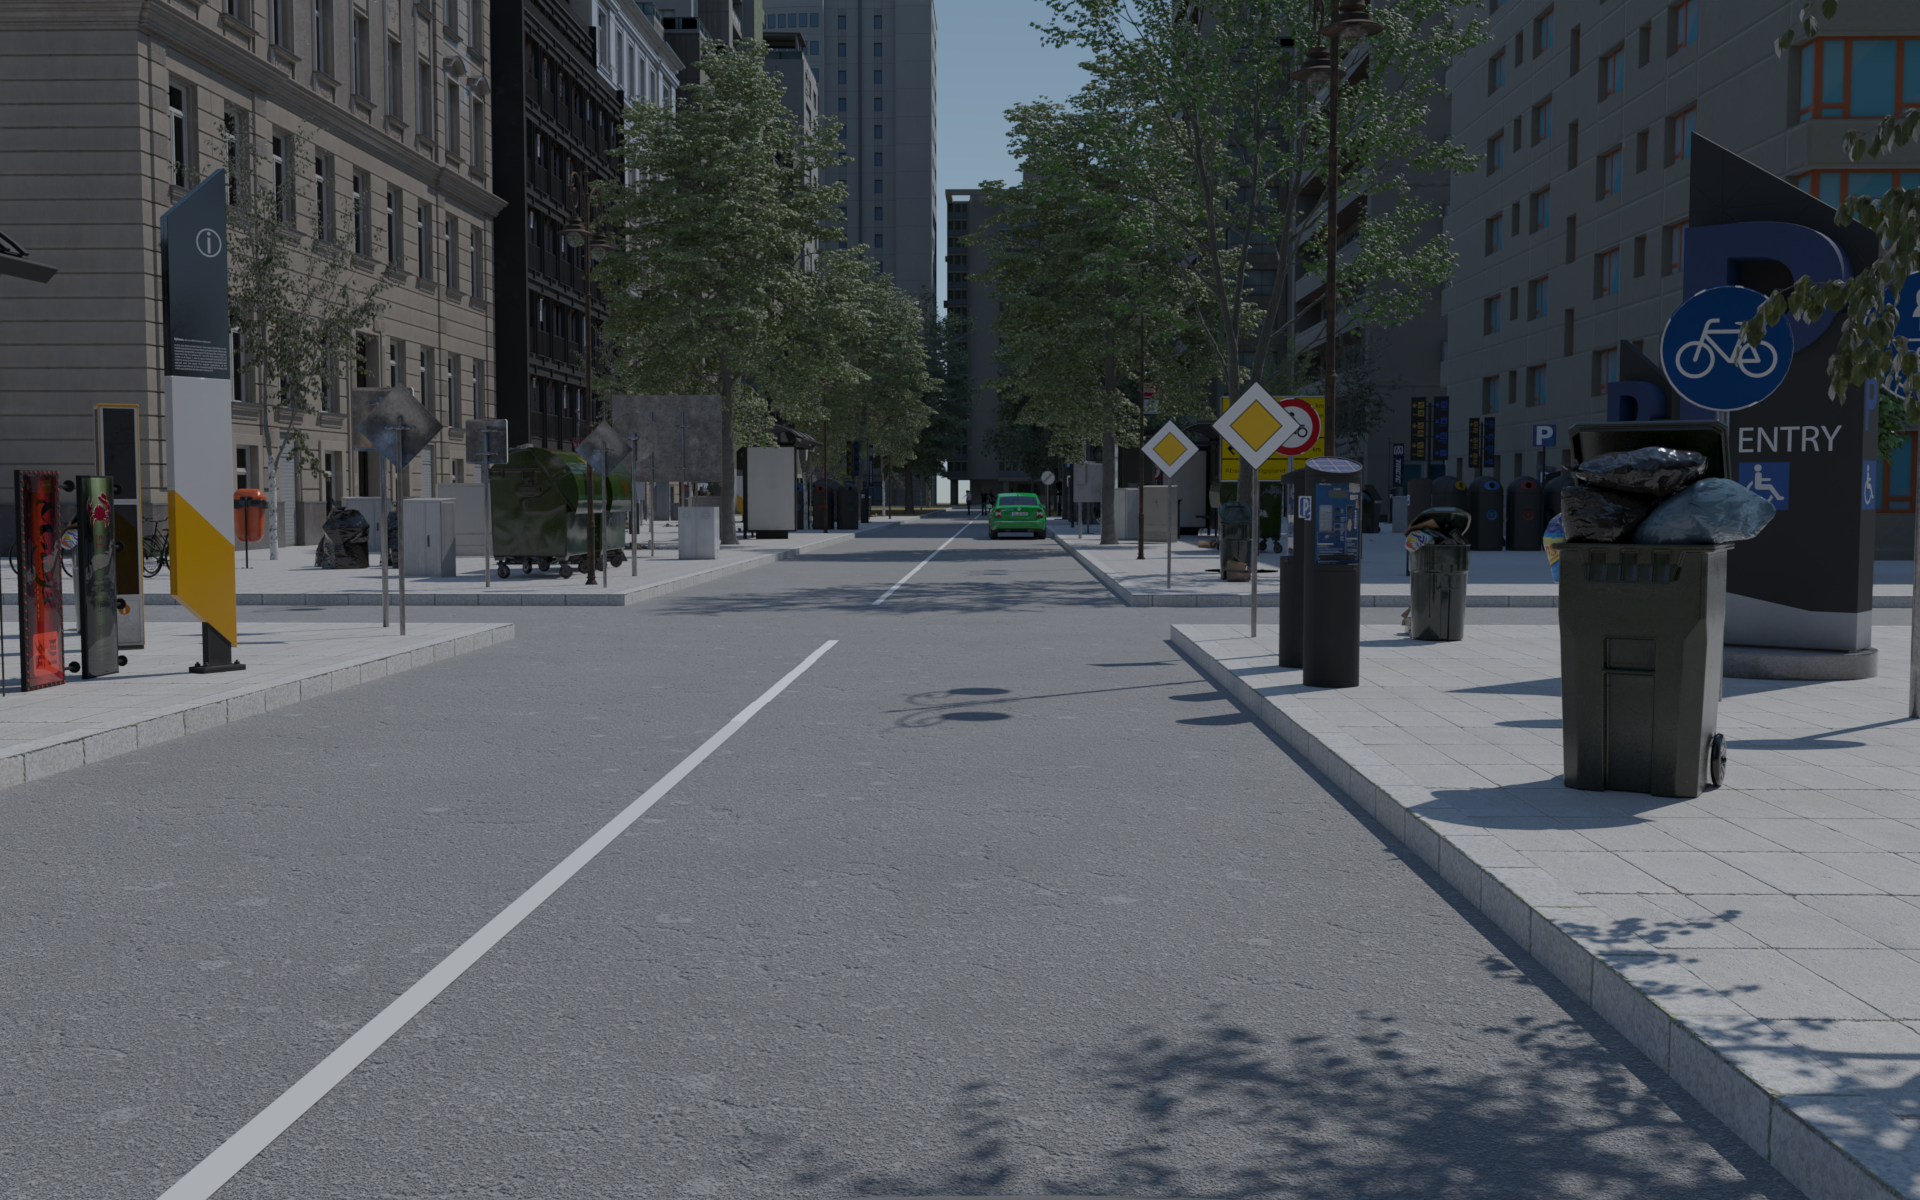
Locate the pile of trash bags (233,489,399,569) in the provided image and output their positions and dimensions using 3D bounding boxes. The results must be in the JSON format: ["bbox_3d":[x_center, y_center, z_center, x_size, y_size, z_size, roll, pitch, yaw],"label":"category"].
[{"bbox_3d":[-10.936,-1.255,30.268,3.447,1.369,1.912,-1,4,-11],"label":"pile of trash bags"}]

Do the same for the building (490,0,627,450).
[{"bbox_3d":[-20.785,-14.520,67.086,12.332,23.373,15.834,0,4,1],"label":"building"}]

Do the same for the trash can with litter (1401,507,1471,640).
[{"bbox_3d":[4.162,-0.250,15.468,0.624,1.170,1.055,0,4,0],"label":"trash can with litter"}]

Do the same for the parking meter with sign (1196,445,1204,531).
[{"bbox_3d":[8.377,-3.979,61.317,0.543,3.016,1.738,0,4,3],"label":"parking meter with sign"}]

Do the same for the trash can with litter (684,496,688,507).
[{"bbox_3d":[-11.175,-3.499,68.261,1.678,1.210,2.233,2,4,28],"label":"trash can with litter"}]

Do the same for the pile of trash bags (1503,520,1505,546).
[{"bbox_3d":[12.645,-2.025,42.856,1.912,1.369,3.447,2,4,30],"label":"pile of trash bags"}]

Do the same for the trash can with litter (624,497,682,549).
[{"bbox_3d":[-7.628,-1.825,40.889,1.678,1.210,2.233,-1,4,-17],"label":"trash can with litter"}]

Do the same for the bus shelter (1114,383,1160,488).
[{"bbox_3d":[6.059,-5.037,59.992,2.179,5.291,8.768,0,4,1],"label":"bus shelter"}]

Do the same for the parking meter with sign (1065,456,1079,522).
[{"bbox_3d":[5.277,-5.118,79.943,0.543,3.016,1.738,1,4,15],"label":"parking meter with sign"}]

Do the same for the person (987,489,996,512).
[{"bbox_3d":[2.498,-7.921,138.035,0.705,1.821,1.348,3,4,37],"label":"person"}]

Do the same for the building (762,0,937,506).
[{"bbox_3d":[-16.853,-40.433,203.073,28.212,58.520,21.231,0,4,1],"label":"building"}]

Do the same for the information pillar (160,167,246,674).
[{"bbox_3d":[-5.415,-1.284,12.352,0.183,3.616,0.504,2,4,31],"label":"information pillar"}]

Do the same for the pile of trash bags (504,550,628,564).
[{"bbox_3d":[-7.222,-1.425,33.044,1.912,1.369,3.447,1,4,11],"label":"pile of trash bags"}]

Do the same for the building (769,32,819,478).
[{"bbox_3d":[-20.107,-28.934,156.672,14.086,41.232,14.154,0,4,1],"label":"building"}]

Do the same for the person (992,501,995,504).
[{"bbox_3d":[2.711,-6.553,118.899,1.065,1.426,0.557,0,4,1],"label":"person"}]

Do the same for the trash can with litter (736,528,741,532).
[{"bbox_3d":[-6.853,-2.899,58.453,2.233,1.210,1.678,-2,4,-28],"label":"trash can with litter"}]

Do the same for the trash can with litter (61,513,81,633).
[{"bbox_3d":[-8.074,-0.290,16.130,0.624,1.170,1.055,-2,4,-33],"label":"trash can with litter"}]

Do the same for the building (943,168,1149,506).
[{"bbox_3d":[10.180,-31.586,208.308,23.993,40.220,32.217,0,4,1],"label":"building"}]

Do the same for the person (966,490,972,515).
[{"bbox_3d":[0.522,-6.595,117.259,0.436,1.711,0.756,2,4,34],"label":"person"}]

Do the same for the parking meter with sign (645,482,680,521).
[{"bbox_3d":[-14.222,-5.279,82.566,1.738,3.016,0.543,-3,4,-37],"label":"parking meter with sign"}]

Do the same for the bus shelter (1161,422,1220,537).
[{"bbox_3d":[6.961,-3.513,51.353,2.014,3.302,5.546,0,4,1],"label":"bus shelter"}]

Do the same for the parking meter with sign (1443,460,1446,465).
[{"bbox_3d":[20.631,-4.558,70.791,0.543,3.016,1.738,-3,5,-40],"label":"parking meter with sign"}]

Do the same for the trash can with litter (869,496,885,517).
[{"bbox_3d":[-5.447,-5.229,96.550,2.233,1.210,1.678,2,4,31],"label":"trash can with litter"}]

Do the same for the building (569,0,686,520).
[{"bbox_3d":[-21.828,-18.291,84.958,13.634,28.700,20.117,0,4,1],"label":"building"}]

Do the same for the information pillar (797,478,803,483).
[{"bbox_3d":[-7.165,-4.453,77.302,0.304,2.012,0.304,3,4,38],"label":"information pillar"}]

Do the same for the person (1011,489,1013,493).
[{"bbox_3d":[3.835,-7.336,128.444,1.348,1.824,0.705,-2,4,-24],"label":"person"}]

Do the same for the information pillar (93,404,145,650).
[{"bbox_3d":[-6.937,-0.599,14.292,0.304,2.012,0.304,-2,4,-33],"label":"information pillar"}]

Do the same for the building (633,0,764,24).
[{"bbox_3d":[-21.390,-26.690,119.978,14.154,41.232,14.086,0,4,1],"label":"building"}]

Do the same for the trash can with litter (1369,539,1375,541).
[{"bbox_3d":[10.225,-2.226,47.452,2.233,1.210,1.678,2,4,35],"label":"trash can with litter"}]

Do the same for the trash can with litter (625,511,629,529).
[{"bbox_3d":[-12.310,-3.184,63.454,0.624,1.170,1.055,-2,4,-31],"label":"trash can with litter"}]

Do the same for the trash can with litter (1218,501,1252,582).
[{"bbox_3d":[4.159,-0.872,25.648,0.624,1.170,1.055,0,4,2],"label":"trash can with litter"}]

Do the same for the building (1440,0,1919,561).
[{"bbox_3d":[30.937,-12.305,46.224,28.899,21.520,27.650,0,4,1],"label":"building"}]

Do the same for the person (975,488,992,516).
[{"bbox_3d":[1.588,-6.538,115.403,1.348,1.822,0.705,2,4,32],"label":"person"}]

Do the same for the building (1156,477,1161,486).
[{"bbox_3d":[28.429,-43.582,150.818,20.563,71.187,20.611,0,4,1],"label":"building"}]

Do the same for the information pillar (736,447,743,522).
[{"bbox_3d":[-9.886,-5.337,78.614,0.504,3.616,0.183,0,4,-6],"label":"information pillar"}]

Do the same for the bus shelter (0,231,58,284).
[{"bbox_3d":[-7.388,-0.950,9.463,2.014,3.302,5.546,0,4,1],"label":"bus shelter"}]

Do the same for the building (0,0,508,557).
[{"bbox_3d":[-21.678,-15.245,46.522,12.463,27.353,25.104,0,4,1],"label":"building"}]

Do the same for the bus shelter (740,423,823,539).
[{"bbox_3d":[-5.382,-3.549,51.950,2.014,3.302,5.546,0,4,1],"label":"bus shelter"}]

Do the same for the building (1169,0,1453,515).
[{"bbox_3d":[27.493,-30.994,130.461,21.300,48.544,21.600,0,4,1],"label":"building"}]

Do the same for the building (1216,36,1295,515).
[{"bbox_3d":[23.656,-20.892,113.283,14.160,30.474,14.107,0,4,1],"label":"building"}]

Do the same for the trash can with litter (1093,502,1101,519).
[{"bbox_3d":[7.338,-4.781,89.223,2.233,1.210,1.678,2,4,28],"label":"trash can with litter"}]

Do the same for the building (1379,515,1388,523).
[{"bbox_3d":[29.170,-28.304,86.473,21.300,48.544,21.600,0,4,1],"label":"building"}]

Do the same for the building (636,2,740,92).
[{"bbox_3d":[-21.360,-20.454,106.127,14.160,30.474,14.107,0,4,1],"label":"building"}]

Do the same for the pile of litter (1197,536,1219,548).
[{"bbox_3d":[6.237,-1.669,41.253,1.176,0.858,1.719,0,4,2],"label":"pile of litter"}]

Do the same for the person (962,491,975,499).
[{"bbox_3d":[0.874,-10.205,175.349,1.348,1.824,0.705,-1,4,-18],"label":"person"}]

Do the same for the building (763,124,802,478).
[{"bbox_3d":[-20.150,-22.202,134.699,14.160,30.474,14.107,0,4,1],"label":"building"}]

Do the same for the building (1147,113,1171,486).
[{"bbox_3d":[29.055,-33.583,199.187,14.200,45.320,14.600,0,4,1],"label":"building"}]

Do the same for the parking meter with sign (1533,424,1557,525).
[{"bbox_3d":[15.009,-2.937,44.279,0.543,3.016,1.738,2,4,25],"label":"parking meter with sign"}]
